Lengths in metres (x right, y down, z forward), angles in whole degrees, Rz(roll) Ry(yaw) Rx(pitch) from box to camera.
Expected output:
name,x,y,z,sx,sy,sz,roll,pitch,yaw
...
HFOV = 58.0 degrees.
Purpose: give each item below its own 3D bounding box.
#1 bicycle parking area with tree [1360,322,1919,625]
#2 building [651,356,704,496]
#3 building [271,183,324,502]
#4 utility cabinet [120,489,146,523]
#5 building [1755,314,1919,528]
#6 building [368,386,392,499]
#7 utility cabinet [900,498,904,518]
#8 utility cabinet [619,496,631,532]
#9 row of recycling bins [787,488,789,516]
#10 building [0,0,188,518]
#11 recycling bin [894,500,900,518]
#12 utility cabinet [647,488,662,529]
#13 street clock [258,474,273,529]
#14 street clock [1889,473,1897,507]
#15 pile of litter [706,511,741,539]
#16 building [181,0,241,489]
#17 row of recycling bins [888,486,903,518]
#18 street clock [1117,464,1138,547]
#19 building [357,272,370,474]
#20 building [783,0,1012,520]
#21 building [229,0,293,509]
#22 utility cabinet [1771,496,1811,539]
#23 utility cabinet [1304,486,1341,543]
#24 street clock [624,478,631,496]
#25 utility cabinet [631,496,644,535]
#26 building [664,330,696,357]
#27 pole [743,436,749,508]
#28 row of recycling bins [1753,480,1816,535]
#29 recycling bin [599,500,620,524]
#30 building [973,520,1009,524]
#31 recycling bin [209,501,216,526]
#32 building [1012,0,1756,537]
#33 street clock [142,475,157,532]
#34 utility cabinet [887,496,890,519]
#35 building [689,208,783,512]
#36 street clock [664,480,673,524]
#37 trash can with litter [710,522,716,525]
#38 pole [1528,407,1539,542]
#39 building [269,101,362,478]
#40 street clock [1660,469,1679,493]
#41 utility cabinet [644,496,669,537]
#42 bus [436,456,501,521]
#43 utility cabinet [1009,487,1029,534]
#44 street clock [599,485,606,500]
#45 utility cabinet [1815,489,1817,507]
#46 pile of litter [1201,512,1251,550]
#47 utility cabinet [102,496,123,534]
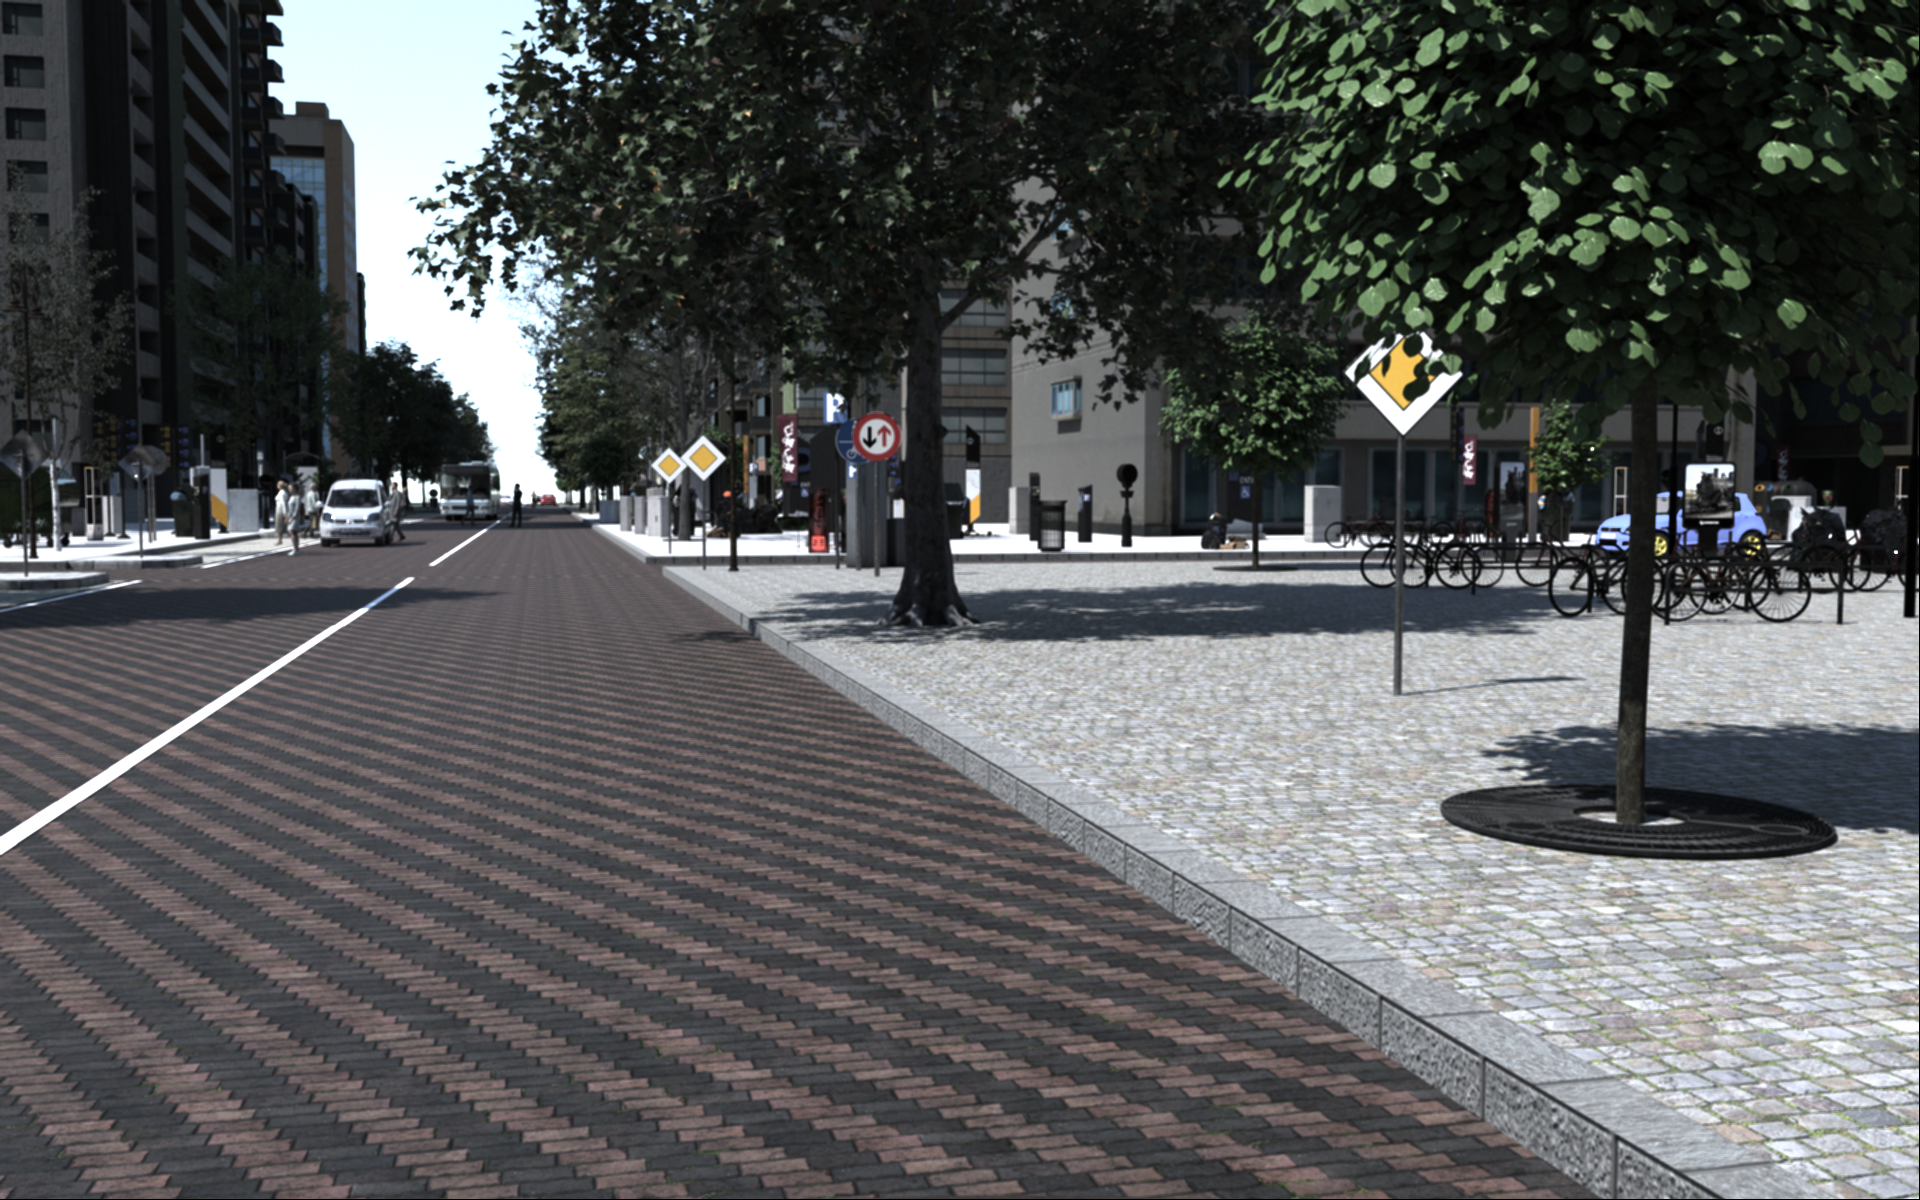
name,x,y,z,sx,sy,sz,roll,pitch,yaw
bicycle parking area with tree,9.545,-2.049,20.506,9.016,4.147,8.231,1,4,9
building,-27.488,-23.789,233.982,27.650,21.520,28.899,-1,4,-14
building,-66.787,-23.681,158.890,14.160,30.474,14.107,-1,4,-14
utility cabinet,-36.684,-4.160,76.698,1.173,1.500,0.318,1,4,14
building,46.037,-25.329,68.753,28.867,44.769,22.147,-1,4,-14
building,-92.968,-23.848,234.948,27.650,21.520,28.899,-1,4,-14
utility cabinet,-1.741,-3.576,67.143,1.173,1.500,0.318,-2,4,-30
utility cabinet,-11.516,-2.971,59.739,0.306,1.237,1.020,0,4,-4
row of recycling bins,-6.214,-4.315,77.667,3.534,1.692,1.069,2,4,25
building,-49.314,-19.524,90.923,14.160,30.474,14.107,-1,4,-14
recycling bin,-2.492,-3.840,75.342,0.722,1.027,0.722,0,4,5
utility cabinet,-10.919,-3.249,61.800,0.318,1.500,1.173,-1,4,-22
street clock,-25.364,-3.592,63.300,0.471,2.002,0.358,-2,4,-27
street clock,32.535,-3.407,60.274,0.358,2.002,0.471,0,4,2
pile of litter,-6.981,-2.257,50.867,1.176,0.858,1.719,1,4,15
building,-60.159,-29.856,111.847,21.300,48.544,21.600,-1,4,-14
row of recycling bins,-2.980,-5.194,92.039,1.069,1.692,3.534,1,4,19
street clock,4.035,-2.280,41.850,0.471,2.002,0.358,-2,4,-32
building,-81.586,-27.119,215.098,14.160,30.474,14.107,-1,4,-14
building,-3.747,-25.611,102.333,14.154,41.232,14.086,-1,4,-14
building,-65.749,-29.481,136.639,22.147,44.769,28.867,-1,4,-14
utility cabinet,23.669,-2.336,49.357,0.306,1.237,1.020,-3,4,-36
utility cabinet,9.548,-2.255,45.541,1.173,1.500,0.318,-3,5,-40
street clock,-14.532,-4.366,75.947,0.358,2.002,0.471,-1,4,-17
utility cabinet,-10.230,-2.701,55.324,0.306,1.237,1.020,0,4,-6
building,-31.593,-34.722,259.578,32.217,40.220,23.993,-1,4,-14
pole,-7.471,-4.081,60.574,0.158,3.312,0.155,0,3,0
row of recycling bins,25.595,-2.854,53.779,1.069,1.692,3.534,0,4,7
recycling bin,-15.042,-3.790,74.526,0.722,1.027,0.722,1,4,16
building,4.216,-24.341,81.575,14.154,41.232,14.086,-1,4,-14
recycling bin,-30.564,-3.510,69.936,0.722,1.027,0.722,1,4,18
building,13.204,-26.870,63.033,21.600,48.544,21.300,-1,4,-14
street clock,-27.215,-3.279,58.189,0.471,2.002,0.358,-1,4,-18
utility cabinet,-2.845,-2.893,58.470,1.020,1.237,0.306,-3,5,-40
building,-14.075,-31.146,163.857,22.147,44.769,28.867,-1,4,-14
street clock,-12.492,-4.272,74.411,0.358,2.002,0.471,2,4,31
trash can with litter,-10.123,-3.723,72.258,0.624,1.170,1.055,0,4,1
pole,13.475,-2.865,40.687,0.158,3.312,0.155,0,3,0
building,-77.834,-33.695,201.016,14.600,45.320,14.200,-1,4,-14
street clock,20.453,-2.778,49.989,0.471,2.002,0.358,2,4,34
utility cabinet,-8.991,-2.474,51.603,0.306,1.237,1.020,-2,4,-33
bus,-27.217,-6.218,96.523,2.948,3.499,13.247,-1,4,-12
utility cabinet,2.000,-2.840,55.109,0.318,1.500,1.173,3,4,36
street clock,-20.156,-5.701,97.780,0.471,2.002,0.358,3,4,38
utility cabinet,31.102,-3.339,63.271,0.318,1.500,1.173,2,4,30
pile of litter,6.281,-1.623,40.498,1.719,0.858,1.176,-3,5,-44
utility cabinet,-27.186,-2.717,55.581,0.306,1.237,1.020,-3,5,-43
